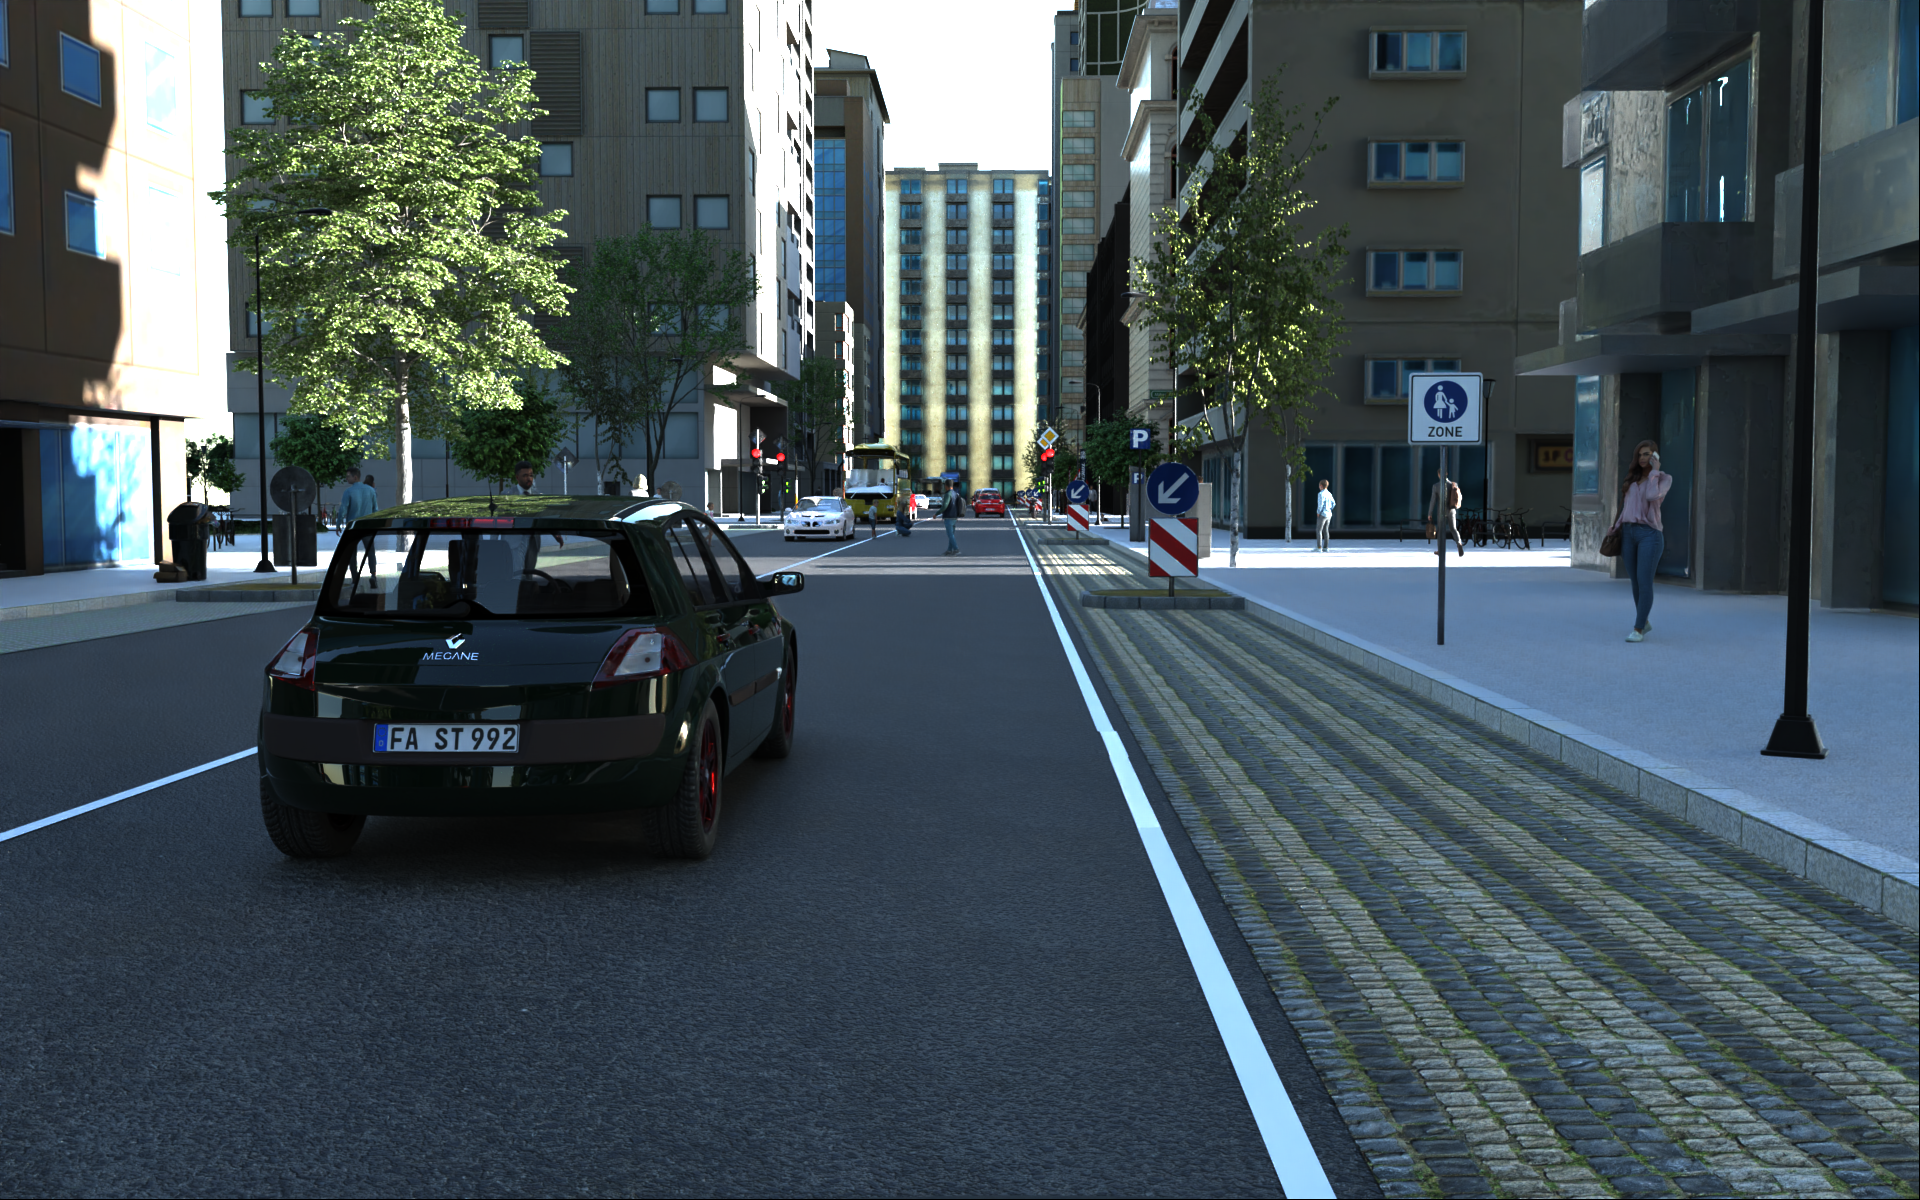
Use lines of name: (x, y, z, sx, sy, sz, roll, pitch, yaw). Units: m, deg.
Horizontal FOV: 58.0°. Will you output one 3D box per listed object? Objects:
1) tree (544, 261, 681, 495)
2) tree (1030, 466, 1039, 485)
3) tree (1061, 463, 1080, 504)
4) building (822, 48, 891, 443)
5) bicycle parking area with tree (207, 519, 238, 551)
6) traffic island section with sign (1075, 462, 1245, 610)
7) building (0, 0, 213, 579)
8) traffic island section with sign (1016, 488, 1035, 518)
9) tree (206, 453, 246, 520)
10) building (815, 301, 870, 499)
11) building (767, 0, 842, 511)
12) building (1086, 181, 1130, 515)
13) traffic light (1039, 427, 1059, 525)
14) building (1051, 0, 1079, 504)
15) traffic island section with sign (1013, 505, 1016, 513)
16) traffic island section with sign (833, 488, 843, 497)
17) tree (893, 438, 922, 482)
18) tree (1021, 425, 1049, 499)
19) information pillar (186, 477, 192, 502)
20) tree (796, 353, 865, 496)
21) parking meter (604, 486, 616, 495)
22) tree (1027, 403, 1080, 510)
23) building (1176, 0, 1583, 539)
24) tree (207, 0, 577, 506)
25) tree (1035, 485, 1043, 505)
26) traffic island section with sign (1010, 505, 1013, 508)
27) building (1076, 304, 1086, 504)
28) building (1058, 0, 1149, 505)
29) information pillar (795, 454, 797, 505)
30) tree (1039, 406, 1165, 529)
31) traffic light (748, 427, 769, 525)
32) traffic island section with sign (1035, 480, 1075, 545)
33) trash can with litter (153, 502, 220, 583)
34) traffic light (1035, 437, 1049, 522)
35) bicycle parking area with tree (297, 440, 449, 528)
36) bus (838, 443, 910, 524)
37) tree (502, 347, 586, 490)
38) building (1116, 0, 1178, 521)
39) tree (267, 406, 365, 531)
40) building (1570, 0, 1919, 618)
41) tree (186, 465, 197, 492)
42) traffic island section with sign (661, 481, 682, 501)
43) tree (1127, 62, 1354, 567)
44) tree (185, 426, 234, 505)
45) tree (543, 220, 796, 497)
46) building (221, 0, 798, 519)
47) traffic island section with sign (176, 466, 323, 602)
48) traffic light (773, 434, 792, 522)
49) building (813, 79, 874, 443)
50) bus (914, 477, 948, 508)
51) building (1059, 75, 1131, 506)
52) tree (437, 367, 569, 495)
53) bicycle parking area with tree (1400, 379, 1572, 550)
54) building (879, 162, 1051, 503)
tree: (-11.346, -6.433, 55.549, 4.360, 8.622, 3.978, 0, 3, 0)
tree: (7.257, -8.306, 119.516, 4.285, 4.588, 4.351, 0, 3, 0)
tree: (7.114, -6.989, 108.868, 1.663, 3.219, 1.824, 0, 3, 0)
building: (-23.083, -38.224, 214.203, 27.495, 52.752, 28.713, 0, 4, 1)
bicycle parking area with tree: (-21.076, -3.268, 40.438, 8.231, 4.147, 9.016, 0, 4, -6)
traffic island section with sign: (2.554, -0.835, 22.275, 1.989, 1.847, 2.006, 0, 4, 1)
building: (-21.227, -22.910, 24.687, 14.600, 45.320, 14.200, 0, 4, 1)
traffic island section with sign: (4.576, -5.942, 105.782, 1.989, 1.847, 2.006, 0, 4, 1)
tree: (-34.802, -5.381, 82.587, 1.663, 3.219, 1.824, 0, 3, 0)
building: (-23.735, -19.905, 170.487, 27.650, 21.520, 28.899, 0, 4, 1)
building: (-20.125, -42.775, 137.625, 20.563, 71.187, 20.611, 0, 4, 1)
building: (15.849, -18.230, 127.743, 12.332, 23.373, 15.834, 0, 4, 1)
traffic light: (3.716, -5.086, 72.074, 0.839, 4.253, 0.868, 0, 4, 1)
building: (21.744, -41.097, 213.932, 21.231, 58.520, 28.212, 0, 4, 1)
traffic island section with sign: (5.235, -7.595, 132.812, 1.989, 1.847, 2.006, 0, 4, 1)
traffic island section with sign: (-7.362, -5.898, 105.058, 1.989, 1.847, 2.006, 0, 4, 1)
tree: (-6.876, -16.654, 222.654, 4.737, 8.622, 4.395, 0, 3, 0)
tree: (8.489, -14.382, 185.513, 4.737, 8.622, 4.395, 0, 3, 0)
information pillar: (-32.878, -4.233, 73.693, 0.304, 2.012, 0.304, -2, 4, -35)
tree: (-10.502, -12.060, 122.944, 9.928, 11.665, 9.643, 0, 3, 0)
parking meter: (-10.720, -2.731, 53.066, 0.372, 1.533, 0.369, 0, 3, 0)
tree: (7.559, -11.580, 139.699, 4.360, 8.622, 3.978, 0, 3, 0)
building: (19.046, -26.554, 57.854, 21.300, 48.544, 21.600, 0, 4, 1)
tree: (-12.164, -7.303, 37.529, 7.486, 12.596, 7.792, 0, 3, 0)
tree: (9.817, -13.053, 208.022, 1.663, 3.219, 1.824, 0, 3, 0)
traffic island section with sign: (6.420, -10.598, 181.909, 1.989, 1.847, 2.006, 0, 4, 1)
building: (15.407, -17.182, 145.560, 10.561, 19.102, 19.286, 0, 4, 1)
building: (21.330, -45.921, 189.066, 20.563, 71.187, 20.611, 0, 4, 1)
information pillar: (-9.545, -6.703, 100.956, 0.183, 3.616, 0.504, 0, 4, -2)
tree: (6.106, -4.940, 64.491, 4.285, 4.588, 4.351, 0, 3, 0)
traffic light: (-8.442, -5.103, 72.352, 0.839, 4.253, 0.868, 0, 4, 1)
traffic island section with sign: (3.207, -2.483, 49.222, 1.989, 1.847, 2.006, 0, 4, 1)
trash can with litter: (-11.382, -0.860, 25.443, 0.624, 1.170, 1.055, 0, 4, 0)
traffic light: (3.909, -5.574, 80.057, 0.839, 4.253, 0.868, 0, 4, 1)
bicycle parking area with tree: (-22.791, -4.948, 67.903, 8.231, 4.147, 9.016, -1, 4, -12)
bus: (-4.118, -5.865, 87.442, 2.896, 3.916, 12.252, 0, 4, 2)
tree: (-20.666, -8.203, 84.476, 4.737, 8.622, 4.395, 0, 3, 0)
building: (20.111, -18.360, 87.571, 23.554, 28.519, 14.401, 0, 4, 1)
tree: (-22.394, -4.693, 60.451, 4.285, 4.588, 4.351, 0, 3, 0)
building: (19.829, -24.222, 15.637, 23.786, 49.044, 30.456, 0, 4, 1)
tree: (-43.744, -6.295, 97.518, 1.663, 3.219, 1.824, 0, 3, 0)
traffic island section with sign: (-8.662, -2.639, 51.774, 1.989, 1.847, 2.006, 0, 4, 1)
tree: (4.836, -4.895, 30.400, 4.737, 8.622, 4.395, 0, 3, 0)
tree: (-62.523, -11.133, 144.933, 11.467, 7.101, 20.602, 0, 4, -6)
tree: (-11.415, -8.494, 64.635, 9.928, 11.665, 9.643, 0, 3, 0)
building: (-24.023, -31.294, 100.903, 28.713, 52.752, 27.495, 0, 4, 1)
traffic island section with sign: (-9.345, -0.927, 23.780, 1.989, 1.847, 2.006, 0, 4, 1)
traffic light: (-8.249, -5.591, 80.334, 0.839, 4.253, 0.868, 0, 4, 1)
building: (-16.985, -33.117, 191.565, 14.600, 45.320, 14.200, 0, 4, 1)
bus: (-2.775, -11.258, 178.923, 2.948, 3.499, 13.247, 0, 4, 3)
building: (16.933, -29.919, 172.766, 14.154, 41.232, 14.086, 0, 4, 1)
tree: (-11.717, -3.721, 44.548, 4.285, 4.588, 4.351, 0, 3, 0)
bicycle parking area with tree: (15.694, -3.458, 43.544, 8.231, 4.147, 9.016, 0, 4, 4)
building: (-0.265, -38.716, 252.608, 30.456, 49.044, 23.786, 0, 4, 1)
